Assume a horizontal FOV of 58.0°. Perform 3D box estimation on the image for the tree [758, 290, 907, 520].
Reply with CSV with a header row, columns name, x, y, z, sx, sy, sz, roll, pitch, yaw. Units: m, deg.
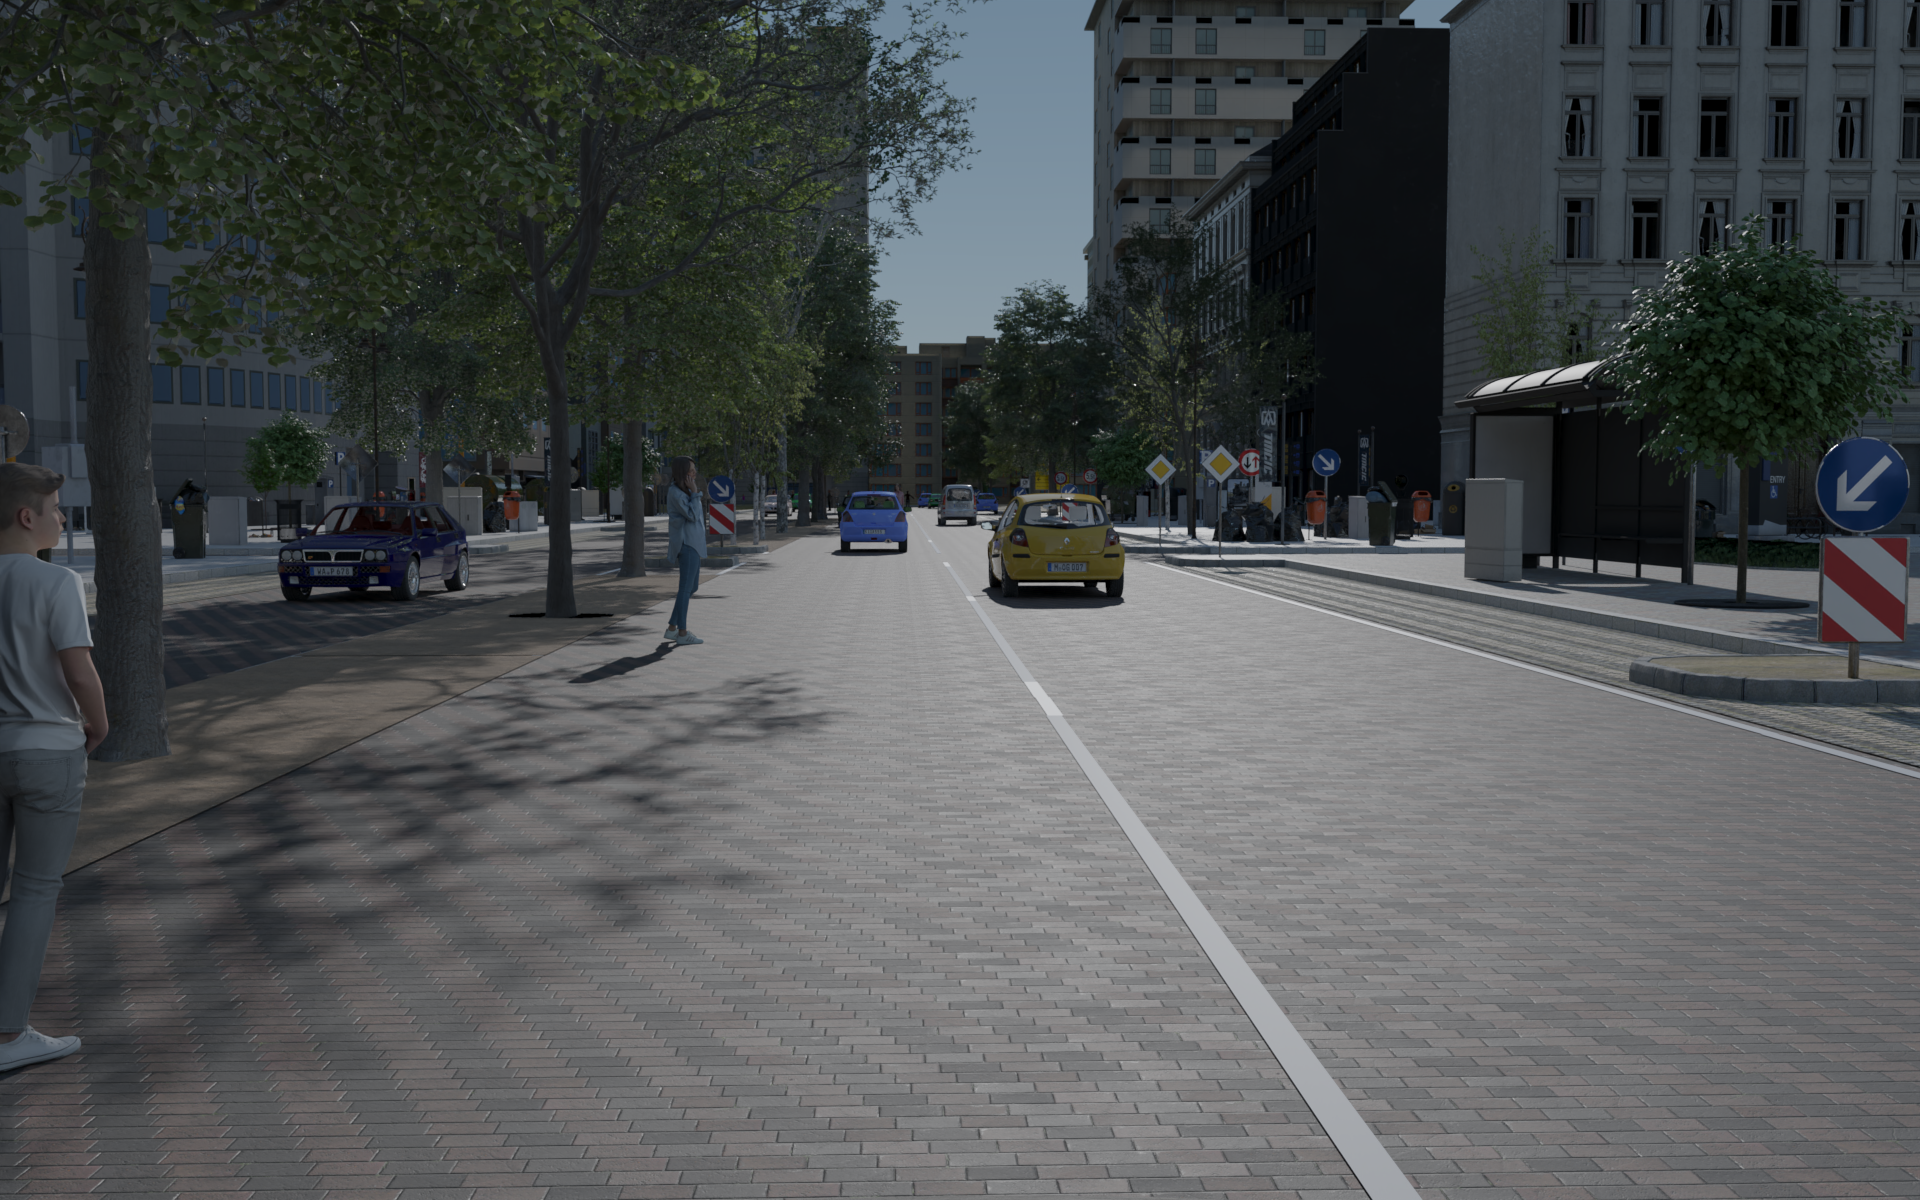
name,x,y,z,sx,sy,sz,roll,pitch,yaw
tree,-7.776,-10.819,96.351,9.611,12.733,9.660,0,3,0

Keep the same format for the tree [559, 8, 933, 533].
name,x,y,z,sx,sy,sz,roll,pitch,yaw
tree,-7.777,-12.566,63.799,12.611,20.169,13.585,0,3,0

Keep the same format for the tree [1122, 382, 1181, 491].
name,x,y,z,sx,sy,sz,roll,pitch,yaw
tree,12.163,-9.869,111.722,4.737,8.622,4.395,0,3,0

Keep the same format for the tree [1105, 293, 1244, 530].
name,x,y,z,sx,sy,sz,roll,pitch,yaw
tree,7.346,-6.812,61.733,4.360,8.622,3.978,0,3,0

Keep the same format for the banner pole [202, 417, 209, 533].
name,x,y,z,sx,sy,sz,roll,pitch,yaw
banner pole,-24.575,-4.061,56.407,0.401,3.779,0.863,-1,4,-22

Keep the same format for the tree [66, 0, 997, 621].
name,x,y,z,sx,sy,sz,roll,pitch,yaw
tree,-4.579,-6.524,19.488,12.009,13.543,11.850,0,3,0

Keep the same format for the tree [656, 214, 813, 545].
name,x,y,z,sx,sy,sz,roll,pitch,yaw
tree,-5.791,-5.586,44.153,4.737,8.622,4.395,0,3,0

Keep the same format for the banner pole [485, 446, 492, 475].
name,x,y,z,sx,sy,sz,roll,pitch,yaw
banner pole,-24.334,-6.075,89.336,0.401,3.779,0.863,-3,5,-42

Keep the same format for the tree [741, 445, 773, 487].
name,x,y,z,sx,sy,sz,roll,pitch,yaw
tree,-19.963,-14.877,177.645,8.767,10.594,7.601,3,4,38

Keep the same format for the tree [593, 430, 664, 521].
name,x,y,z,sx,sy,sz,roll,pitch,yaw
tree,-15.903,-6.072,82.995,4.285,4.588,4.351,0,3,0

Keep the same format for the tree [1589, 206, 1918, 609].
name,x,y,z,sx,sy,sz,roll,pitch,yaw
tree,8.974,-2.216,19.952,4.285,4.588,4.351,0,3,0

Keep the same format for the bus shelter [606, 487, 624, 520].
name,x,y,z,sx,sy,sz,roll,pitch,yaw
bus shelter,-16.938,-5.795,88.672,2.014,3.302,5.546,0,4,-2

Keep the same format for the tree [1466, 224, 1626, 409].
name,x,y,z,sx,sy,sz,roll,pitch,yaw
tree,15.612,-5.921,47.173,4.737,8.622,4.395,0,3,0

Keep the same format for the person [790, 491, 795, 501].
name,x,y,z,sx,sy,sz,roll,pitch,yaw
person,-14.945,-8.860,153.880,0.721,1.766,1.217,-2,4,-23

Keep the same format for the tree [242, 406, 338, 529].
name,x,y,z,sx,sy,sz,roll,pitch,yaw
tree,-25.020,-4.961,64.832,4.285,4.588,4.351,0,3,0

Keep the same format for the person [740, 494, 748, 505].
name,x,y,z,sx,sy,sz,roll,pitch,yaw
person,-24.445,-11.264,195.893,0.991,1.433,0.599,-3,4,-38

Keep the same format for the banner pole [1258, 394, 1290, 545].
name,x,y,z,sx,sy,sz,roll,pitch,yaw
banner pole,7.892,-3.271,43.499,0.863,3.779,0.401,0,4,-6

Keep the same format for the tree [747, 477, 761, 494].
name,x,y,z,sx,sy,sz,roll,pitch,yaw
tree,-20.075,-10.798,171.153,1.663,3.219,1.824,0,3,0

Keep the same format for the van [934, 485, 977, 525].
name,x,y,z,sx,sy,sz,roll,pitch,yaw
van,-0.149,-4.493,80.474,2.013,2.044,4.112,0,4,-4

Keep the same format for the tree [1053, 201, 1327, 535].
name,x,y,z,sx,sy,sz,roll,pitch,yaw
tree,7.312,-7.356,54.675,8.767,10.594,7.601,0,4,-4

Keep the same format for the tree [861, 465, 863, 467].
name,x,y,z,sx,sy,sz,roll,pitch,yaw
tree,-8.380,-11.278,104.972,7.486,12.596,7.792,0,3,0

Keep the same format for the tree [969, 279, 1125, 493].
name,x,y,z,sx,sy,sz,roll,pitch,yaw
tree,5.560,-11.963,102.253,9.857,13.997,8.962,0,3,0

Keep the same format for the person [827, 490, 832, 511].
name,x,y,z,sx,sy,sz,roll,pitch,yaw
person,-11.042,-8.407,146.089,0.705,1.807,1.348,1,4,19

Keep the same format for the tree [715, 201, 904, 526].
name,x,y,z,sx,sy,sz,roll,pitch,yaw
tree,-6.932,-10.210,76.042,9.857,13.997,8.962,0,3,0

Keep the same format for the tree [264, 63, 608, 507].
name,x,y,z,sx,sy,sz,roll,pitch,yaw
tree,-15.286,-8.795,50.460,9.857,13.997,8.962,0,3,0

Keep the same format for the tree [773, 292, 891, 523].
name,x,y,z,sx,sy,sz,roll,pitch,yaw
tree,-7.204,-9.684,86.547,9.928,11.665,9.643,0,3,0

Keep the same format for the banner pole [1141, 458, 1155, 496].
name,x,y,z,sx,sy,sz,roll,pitch,yaw
banner pole,11.439,-7.036,105.052,0.863,3.779,0.401,-1,4,-13

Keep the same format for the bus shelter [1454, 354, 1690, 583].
name,x,y,z,sx,sy,sz,roll,pitch,yaw
bus shelter,9.651,-2.041,27.288,2.014,3.302,5.546,0,4,-2

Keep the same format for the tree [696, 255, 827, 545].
name,x,y,z,sx,sy,sz,roll,pitch,yaw
tree,-5.774,-5.870,48.797,4.360,8.622,3.978,0,3,0

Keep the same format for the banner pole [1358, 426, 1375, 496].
name,x,y,z,sx,sy,sz,roll,pitch,yaw
banner pole,15.115,-4.542,64.278,0.401,3.779,0.863,-3,4,-36

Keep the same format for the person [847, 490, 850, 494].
name,x,y,z,sx,sy,sz,roll,pitch,yaw
person,-11.866,-10.796,184.953,0.705,1.831,1.348,0,4,5

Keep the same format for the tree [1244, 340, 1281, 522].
name,x,y,z,sx,sy,sz,roll,pitch,yaw
tree,12.784,-7.842,78.583,4.360,8.622,3.978,0,3,0

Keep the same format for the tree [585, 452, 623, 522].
name,x,y,z,sx,sy,sz,roll,pitch,yaw
tree,-16.197,-5.187,79.416,1.663,3.219,1.824,0,3,0

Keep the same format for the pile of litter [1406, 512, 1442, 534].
name,x,y,z,sx,sy,sz,roll,pitch,yaw
pile of litter,14.791,-2.553,55.701,1.719,0.858,1.176,0,4,4

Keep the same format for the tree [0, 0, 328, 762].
name,x,y,z,sx,sy,sz,roll,pitch,yaw
tree,-4.655,-5.437,9.475,7.486,12.596,7.792,0,3,0

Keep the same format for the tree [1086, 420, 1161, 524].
name,x,y,z,sx,sy,sz,roll,pitch,yaw
tree,7.132,-5.599,75.257,4.285,4.588,4.351,0,3,0

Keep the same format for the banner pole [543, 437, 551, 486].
name,x,y,z,sx,sy,sz,roll,pitch,yaw
banner pole,-15.716,-4.719,67.173,0.863,3.779,0.401,0,4,-8

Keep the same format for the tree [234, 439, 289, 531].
name,x,y,z,sx,sy,sz,roll,pitch,yaw
tree,-24.501,-4.078,61.274,1.663,3.219,1.824,0,3,0

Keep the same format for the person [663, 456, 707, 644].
name,x,y,z,sx,sy,sz,roll,pitch,yaw
person,-2.647,-0.478,16.573,0.793,1.790,0.793,-3,4,-36

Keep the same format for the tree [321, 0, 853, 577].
name,x,y,z,sx,sy,sz,roll,pitch,yaw
tree,-5.760,-6.689,29.944,7.486,12.596,7.792,0,3,0

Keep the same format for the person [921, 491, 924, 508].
name,x,y,z,sx,sy,sz,roll,pitch,yaw
person,-3.896,-10.481,180.411,0.434,1.755,0.990,1,4,11

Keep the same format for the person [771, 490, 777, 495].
name,x,y,z,sx,sy,sz,roll,pitch,yaw
person,-13.194,-6.989,123.494,1.217,1.743,0.721,2,4,29

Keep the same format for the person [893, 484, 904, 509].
name,x,y,z,sx,sy,sz,roll,pitch,yaw
person,-2.405,-3.533,66.279,0.555,1.821,0.388,-1,4,-19

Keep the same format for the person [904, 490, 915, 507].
name,x,y,z,sx,sy,sz,roll,pitch,yaw
person,-4.169,-7.925,138.902,1.217,1.723,0.721,1,4,15

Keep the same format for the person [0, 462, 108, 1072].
name,x,y,z,sx,sy,sz,roll,pitch,yaw
person,-2.422,0.412,4.359,0.503,1.515,0.523,-2,4,-27
